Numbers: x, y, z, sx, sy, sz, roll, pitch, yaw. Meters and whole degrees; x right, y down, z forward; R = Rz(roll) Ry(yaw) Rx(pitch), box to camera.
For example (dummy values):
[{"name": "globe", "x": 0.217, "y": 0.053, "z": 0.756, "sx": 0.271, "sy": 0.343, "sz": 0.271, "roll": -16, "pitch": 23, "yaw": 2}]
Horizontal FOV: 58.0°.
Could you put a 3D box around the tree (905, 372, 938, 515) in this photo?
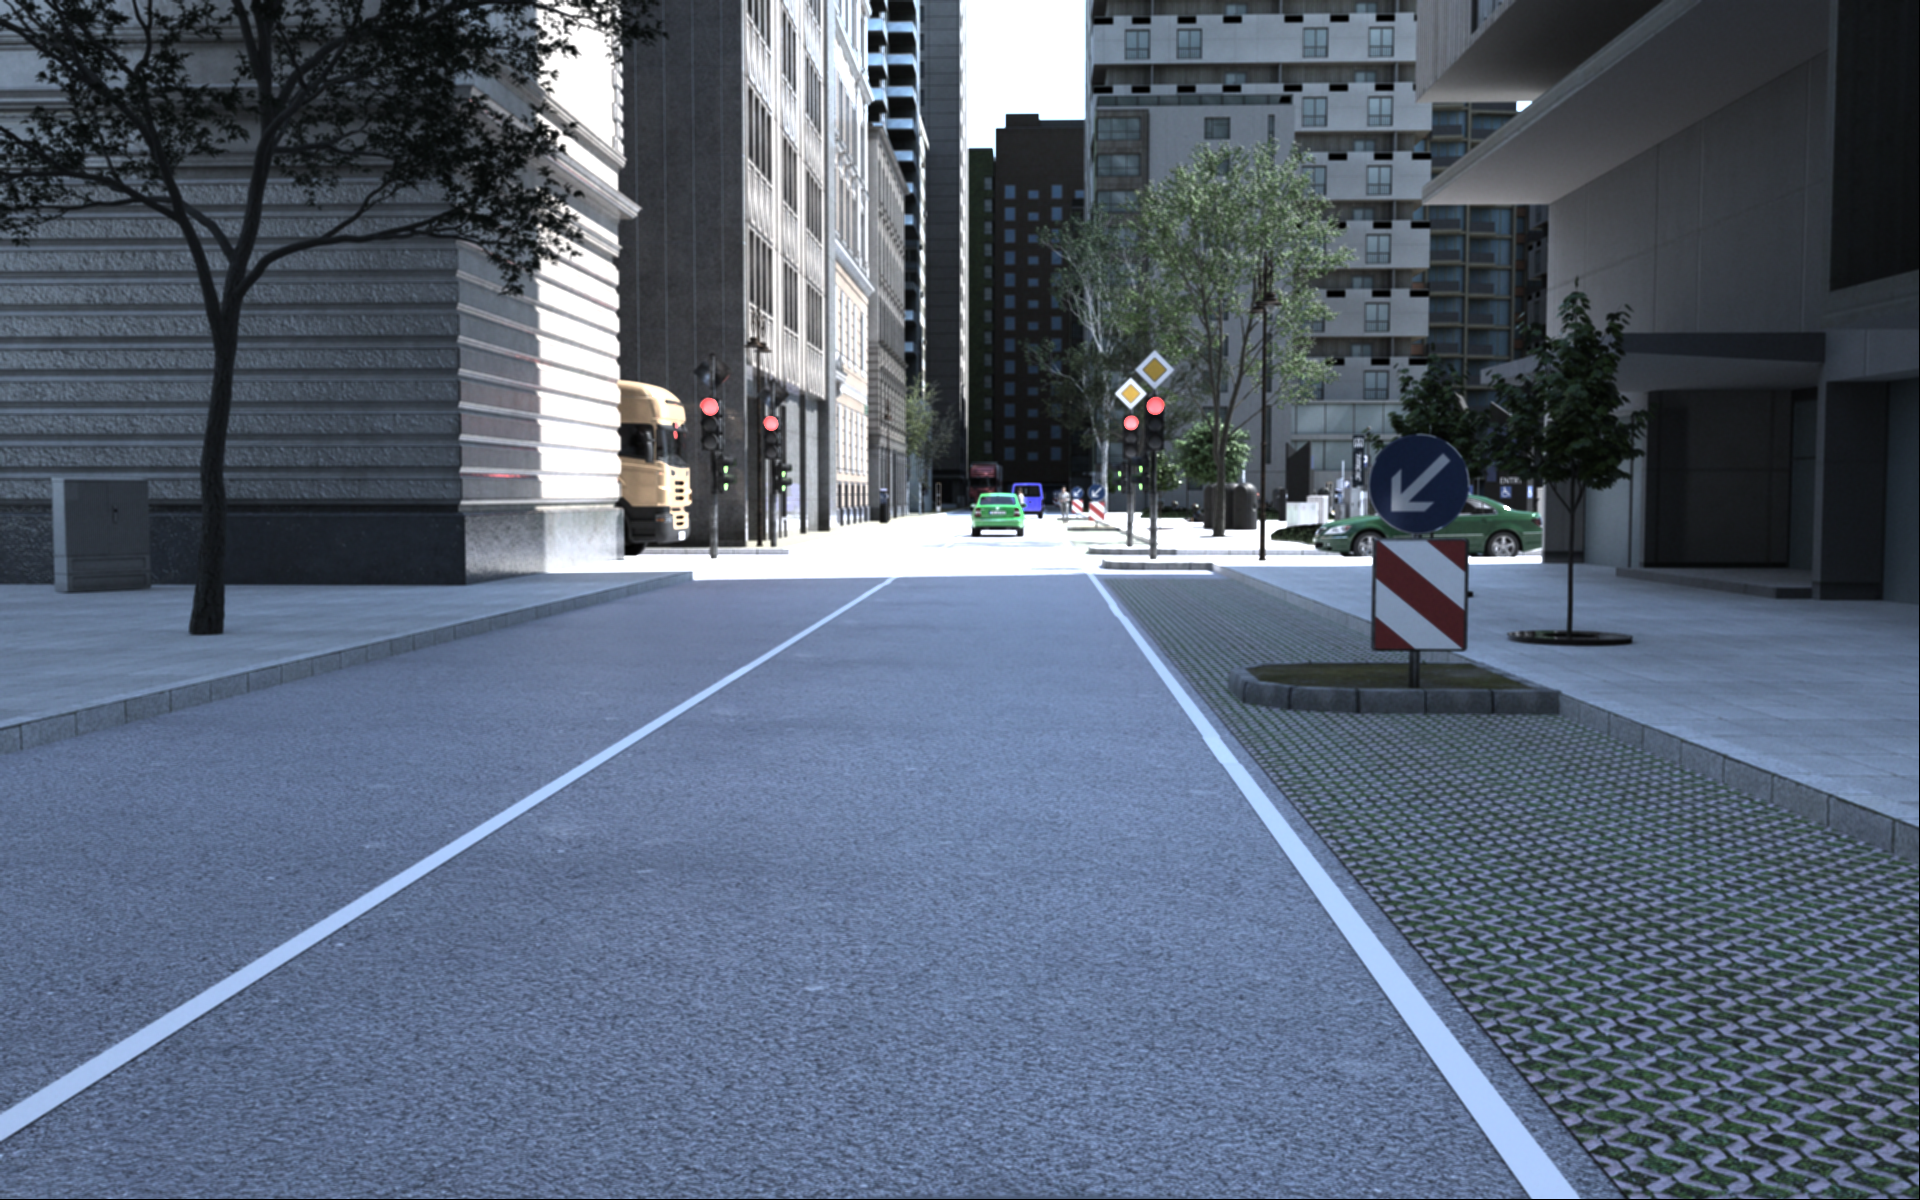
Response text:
[{"name": "tree", "x": -3.352, "y": -9.427, "z": 104.494, "sx": 4.737, "sy": 8.622, "sz": 4.395, "roll": 0, "pitch": 3, "yaw": 0}]

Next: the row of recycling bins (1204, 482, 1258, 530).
[{"name": "row of recycling bins", "x": 9.782, "y": -3.412, "z": 62.902, "sx": 1.069, "sy": 1.692, "sz": 3.534, "roll": -1, "pitch": 4, "yaw": -14}]

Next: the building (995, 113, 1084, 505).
[{"name": "building", "x": 11.406, "y": -34.048, "z": 206.796, "sx": 14.200, "sy": 45.320, "sz": 14.600, "roll": 0, "pitch": 4, "yaw": 2}]

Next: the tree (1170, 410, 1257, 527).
[{"name": "tree", "x": 9.835, "y": -5.101, "z": 67.113, "sx": 4.285, "sy": 4.588, "sz": 4.351, "roll": 0, "pitch": 3, "yaw": 0}]

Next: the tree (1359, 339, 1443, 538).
[{"name": "tree", "x": 5.819, "y": -1.662, "z": 21.770, "sx": 1.663, "sy": 3.219, "sz": 1.824, "roll": 0, "pitch": 3, "yaw": 0}]

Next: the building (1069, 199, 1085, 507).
[{"name": "building", "x": 17.842, "y": -24.434, "z": 171.193, "sx": 14.160, "sy": 30.474, "sz": 14.107, "roll": 0, "pitch": 4, "yaw": 2}]

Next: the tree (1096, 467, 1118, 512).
[{"name": "tree", "x": 10.511, "y": -7.761, "z": 121.499, "sx": 1.663, "sy": 3.219, "sz": 1.824, "roll": 0, "pitch": 3, "yaw": 0}]

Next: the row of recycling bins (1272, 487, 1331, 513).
[{"name": "row of recycling bins", "x": 20.744, "y": -6.003, "z": 105.258, "sx": 3.534, "sy": 1.692, "sz": 1.069, "roll": 1, "pitch": 4, "yaw": 15}]

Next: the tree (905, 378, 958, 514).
[{"name": "tree", "x": -2.304, "y": -9.774, "z": 110.165, "sx": 4.360, "sy": 8.622, "sz": 3.978, "roll": 0, "pitch": 3, "yaw": 0}]

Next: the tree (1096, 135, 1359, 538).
[{"name": "tree", "x": 7.729, "y": -7.663, "z": 51.039, "sx": 9.928, "sy": 11.665, "sz": 9.643, "roll": 0, "pitch": 3, "yaw": 0}]

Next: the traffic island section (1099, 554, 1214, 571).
[{"name": "traffic island section", "x": 3.802, "y": -0.709, "z": 33.872, "sx": 2.009, "sy": 0.180, "sz": 2.903, "roll": 0, "pitch": 4, "yaw": 2}]

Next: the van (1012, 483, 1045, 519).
[{"name": "van", "x": 3.877, "y": -5.901, "z": 100.867, "sx": 2.240, "sy": 2.365, "sz": 5.245, "roll": 0, "pitch": 4, "yaw": 2}]

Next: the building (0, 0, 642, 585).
[{"name": "building", "x": -15.980, "y": -12.225, "z": 28.750, "sx": 19.941, "sy": 23.489, "sz": 11.050, "roll": 0, "pitch": 4, "yaw": 2}]

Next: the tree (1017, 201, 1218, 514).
[{"name": "tree", "x": 9.950, "y": -15.551, "z": 110.147, "sx": 12.611, "sy": 20.169, "sz": 13.585, "roll": 0, "pitch": 3, "yaw": 0}]

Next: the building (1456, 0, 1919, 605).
[{"name": "building", "x": 21.442, "y": -26.231, "z": 18.118, "sx": 28.713, "sy": 52.752, "sz": 27.495, "roll": 0, "pitch": 4, "yaw": 2}]

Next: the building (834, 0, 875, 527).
[{"name": "building", "x": -10.840, "y": -17.451, "z": 71.234, "sx": 13.634, "sy": 28.700, "sz": 20.117, "roll": 0, "pitch": 4, "yaw": 2}]

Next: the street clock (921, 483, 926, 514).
[{"name": "street clock", "x": -2.476, "y": -6.702, "z": 114.145, "sx": 0.471, "sy": 2.002, "sz": 0.358, "roll": -3, "pitch": 5, "yaw": -45}]

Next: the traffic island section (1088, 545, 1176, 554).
[{"name": "traffic island section", "x": 4.125, "y": -1.197, "z": 41.851, "sx": 2.009, "sy": 0.180, "sz": 2.903, "roll": 0, "pitch": 4, "yaw": 2}]

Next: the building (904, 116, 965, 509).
[{"name": "building", "x": -15.881, "y": -28.649, "z": 160.298, "sx": 32.217, "sy": 40.220, "sz": 23.993, "roll": 0, "pitch": 4, "yaw": 2}]

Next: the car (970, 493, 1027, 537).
[{"name": "car", "x": 1.314, "y": -3.096, "z": 59.420, "sx": 1.959, "sy": 1.807, "sz": 4.718, "roll": 0, "pitch": 4, "yaw": 2}]

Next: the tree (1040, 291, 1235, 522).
[{"name": "tree", "x": 7.802, "y": -8.778, "z": 77.935, "sx": 8.767, "sy": 10.594, "sz": 7.601, "roll": -1, "pitch": 4, "yaw": -10}]

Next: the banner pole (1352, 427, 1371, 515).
[{"name": "banner pole", "x": 14.959, "y": -4.550, "z": 64.413, "sx": 0.863, "sy": 3.779, "sz": 0.401, "roll": -1, "pitch": 4, "yaw": -11}]

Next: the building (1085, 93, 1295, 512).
[{"name": "building", "x": 16.879, "y": -21.848, "z": 128.919, "sx": 14.160, "sy": 30.474, "sz": 14.107, "roll": 0, "pitch": 4, "yaw": 2}]

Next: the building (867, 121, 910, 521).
[{"name": "building", "x": -8.105, "y": -14.788, "z": 90.930, "sx": 9.793, "sy": 20.994, "sz": 18.267, "roll": 0, "pitch": 4, "yaw": 2}]

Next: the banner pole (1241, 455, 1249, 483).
[{"name": "banner pole", "x": 17.763, "y": -7.207, "z": 107.853, "sx": 0.863, "sy": 3.779, "sz": 0.401, "roll": -3, "pitch": 5, "yaw": -44}]

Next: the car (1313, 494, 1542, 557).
[{"name": "car", "x": 10.101, "y": -1.563, "z": 37.351, "sx": 4.920, "sy": 1.459, "sz": 2.131, "roll": 0, "pitch": 4, "yaw": 1}]

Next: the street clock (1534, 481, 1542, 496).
[{"name": "street clock", "x": 23.469, "y": -4.017, "z": 70.251, "sx": 0.358, "sy": 2.002, "sz": 0.471, "roll": 2, "pitch": 4, "yaw": 34}]

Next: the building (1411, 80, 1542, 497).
[{"name": "building", "x": 43.555, "y": -32.112, "z": 179.662, "sx": 28.867, "sy": 44.769, "sz": 22.147, "roll": 0, "pitch": 4, "yaw": 2}]

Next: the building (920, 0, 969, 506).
[{"name": "building", "x": -9.722, "y": -45.484, "z": 181.918, "sx": 20.611, "sy": 71.187, "sz": 20.563, "roll": 0, "pitch": 4, "yaw": 2}]

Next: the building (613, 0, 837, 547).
[{"name": "building", "x": -10.795, "y": -14.271, "z": 51.348, "sx": 12.078, "sy": 24.808, "sz": 19.932, "roll": 0, "pitch": 4, "yaw": 2}]

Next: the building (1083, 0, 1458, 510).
[{"name": "building", "x": 24.469, "y": -34.219, "z": 148.712, "sx": 28.713, "sy": 52.752, "sz": 27.495, "roll": 0, "pitch": 4, "yaw": 2}]

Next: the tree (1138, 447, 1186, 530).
[{"name": "tree", "x": 6.999, "y": -4.086, "z": 61.399, "sx": 1.663, "sy": 3.219, "sz": 1.824, "roll": 0, "pitch": 3, "yaw": 0}]

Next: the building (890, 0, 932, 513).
[{"name": "building", "x": -13.010, "y": -50.069, "z": 131.301, "sx": 22.319, "sy": 86.520, "sz": 31.000, "roll": 0, "pitch": 4, "yaw": 2}]

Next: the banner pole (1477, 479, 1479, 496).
[{"name": "banner pole", "x": 30.502, "y": -6.845, "z": 101.940, "sx": 0.401, "sy": 3.779, "sz": 0.863, "roll": 1, "pitch": 4, "yaw": 17}]

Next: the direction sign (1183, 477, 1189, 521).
[{"name": "direction sign", "x": 11.016, "y": -5.620, "z": 83.889, "sx": 0.379, "sy": 3.537, "sz": 0.876, "roll": 1, "pitch": 4, "yaw": 11}]

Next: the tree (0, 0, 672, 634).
[{"name": "tree", "x": -6.616, "y": -4.953, "z": 15.400, "sx": 7.601, "sy": 10.594, "sz": 8.767, "roll": 2, "pitch": 4, "yaw": 27}]

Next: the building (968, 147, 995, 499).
[{"name": "building", "x": -2.728, "y": -32.039, "z": 207.430, "sx": 14.086, "sy": 41.232, "sz": 14.154, "roll": 0, "pitch": 4, "yaw": 2}]

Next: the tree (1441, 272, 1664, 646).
[{"name": "tree", "x": 5.450, "y": -1.254, "z": 15.109, "sx": 1.663, "sy": 3.219, "sz": 1.824, "roll": 0, "pitch": 3, "yaw": 0}]
